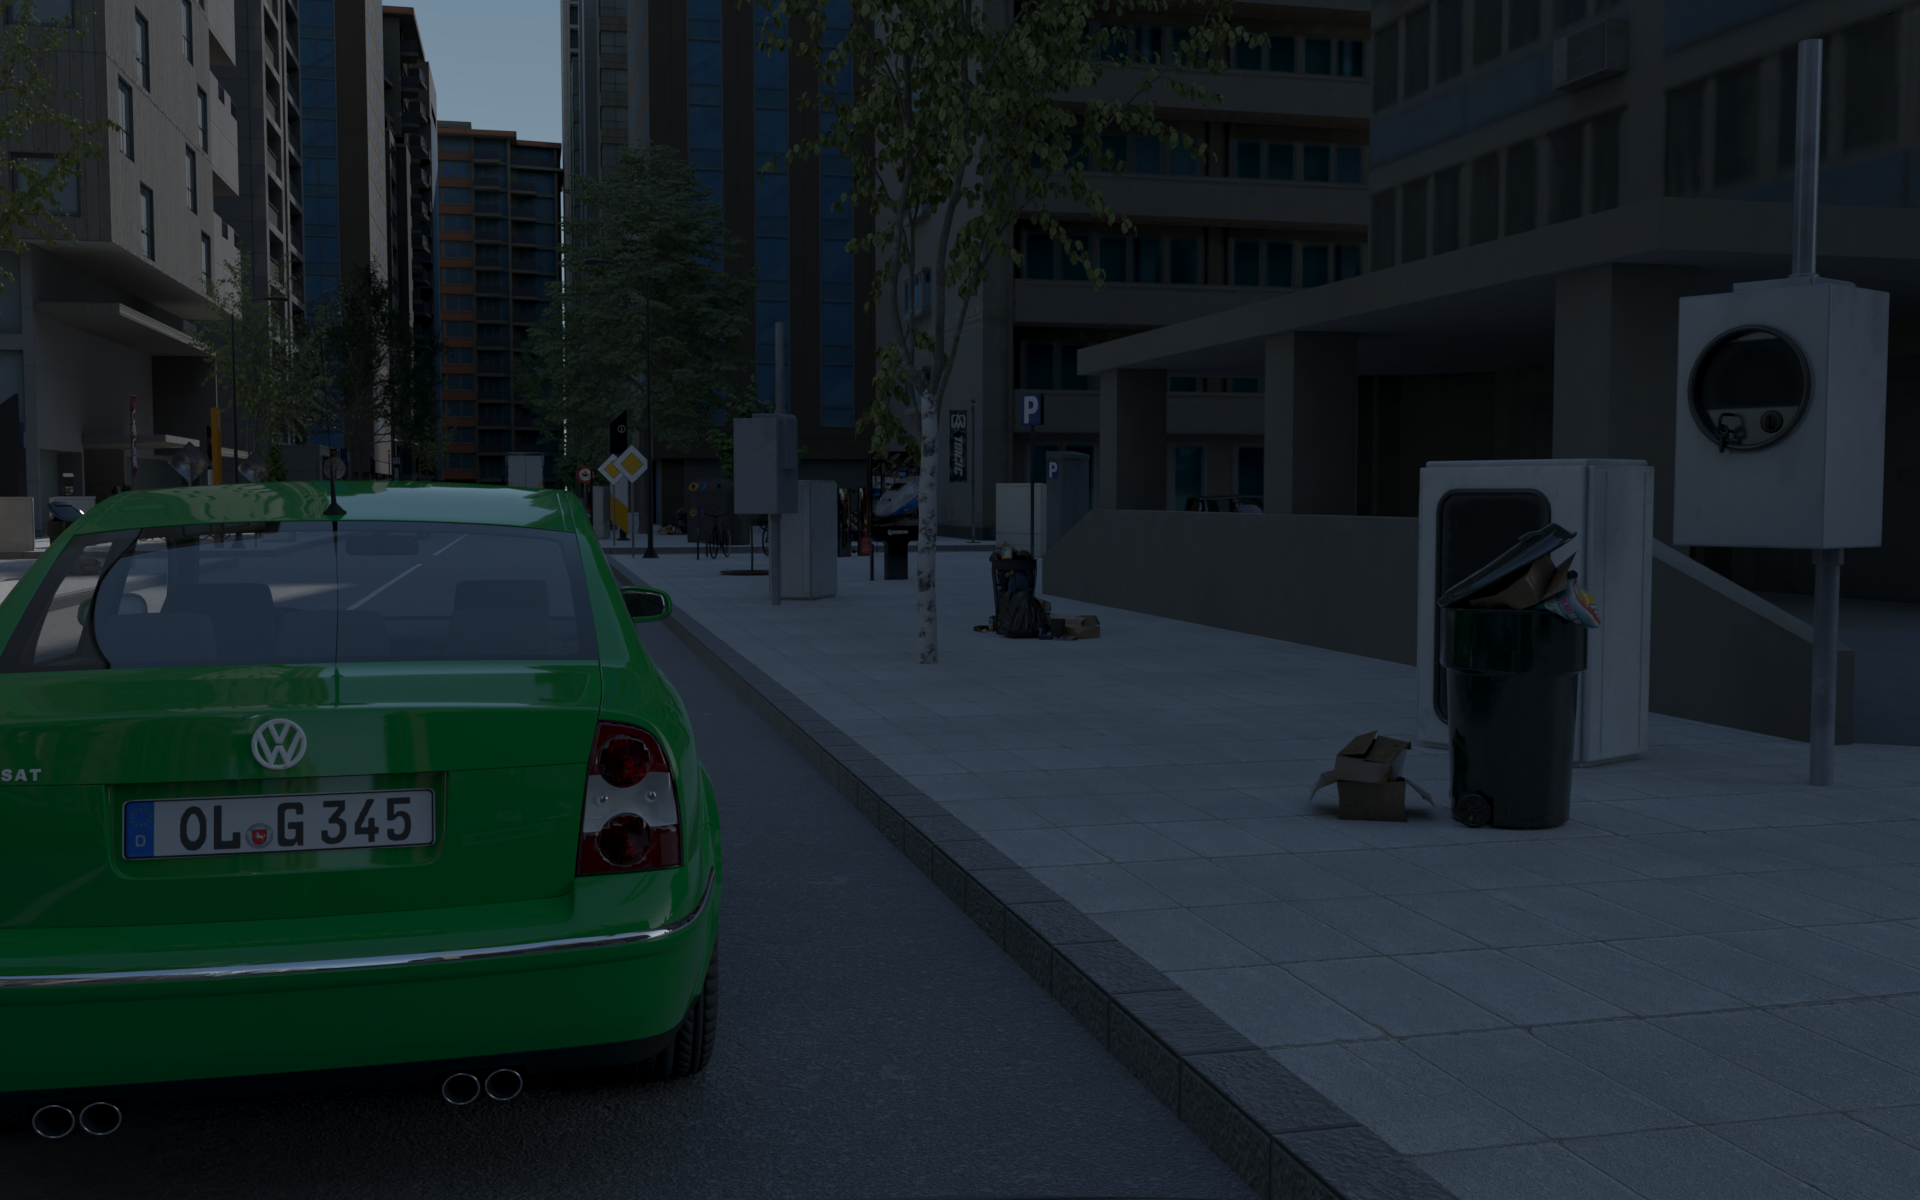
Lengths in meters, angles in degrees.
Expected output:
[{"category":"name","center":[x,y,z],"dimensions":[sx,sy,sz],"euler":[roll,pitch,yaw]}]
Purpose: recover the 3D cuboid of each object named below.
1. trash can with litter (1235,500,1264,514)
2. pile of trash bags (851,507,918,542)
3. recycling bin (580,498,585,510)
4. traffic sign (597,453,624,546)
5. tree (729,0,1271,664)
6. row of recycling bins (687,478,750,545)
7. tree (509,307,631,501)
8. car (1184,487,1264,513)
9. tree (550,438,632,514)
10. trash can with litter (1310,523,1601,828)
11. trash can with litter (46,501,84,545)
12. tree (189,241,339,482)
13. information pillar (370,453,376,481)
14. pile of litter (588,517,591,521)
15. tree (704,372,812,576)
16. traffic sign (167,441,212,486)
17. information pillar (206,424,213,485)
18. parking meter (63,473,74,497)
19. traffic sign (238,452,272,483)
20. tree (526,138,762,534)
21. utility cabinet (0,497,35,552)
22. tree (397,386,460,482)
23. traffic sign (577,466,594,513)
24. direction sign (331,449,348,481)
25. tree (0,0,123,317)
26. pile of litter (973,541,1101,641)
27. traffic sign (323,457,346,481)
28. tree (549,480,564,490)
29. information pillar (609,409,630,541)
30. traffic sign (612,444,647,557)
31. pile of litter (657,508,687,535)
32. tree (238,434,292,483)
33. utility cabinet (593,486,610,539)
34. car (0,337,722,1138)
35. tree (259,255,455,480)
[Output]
[{"category":"trash can with litter","center":[5.579,-1.298,32.615],"dimensions":[0.624,1.170,1.055],"euler":[-1,4,-13]},{"category":"pile of trash bags","center":[-2.785,-2.253,46.583],"dimensions":[3.447,1.369,1.912],"euler":[-3,5,-44]},{"category":"recycling bin","center":[-22.911,-5.581,103.804],"dimensions":[0.722,1.027,0.722],"euler":[0,4,6]},{"category":"traffic sign","center":[-8.552,-2.394,42.779],"dimensions":[0.795,2.450,0.064],"euler":[-1,4,-14]},{"category":"tree","center":[-0.061,-3.834,13.048],"dimensions":[4.737,8.622,4.395],"euler":[0,3,0]},{"category":"row of recycling bins","center":[-6.237,-2.307,44.829],"dimensions":[1.069,1.692,3.534],"euler":[-2,4,-23]},{"category":"tree","center":[-20.549,-10.260,93.502],"dimensions":[9.928,11.665,9.643],"euler":[0,3,0]},{"category":"car","center":[7.379,-2.058,43.440],"dimensions":[4.222,1.686,2.009],"euler":[-1,4,-12]},{"category":"tree","center":[-17.085,-6.133,83.996],"dimensions":[4.285,4.588,4.351],"euler":[0,3,0]},{"category":"trash can with litter","center":[1.914,0.282,6.778],"dimensions":[1.055,1.170,0.624],"euler":[1,4,12]},{"category":"trash can with litter","center":[-14.070,-0.994,27.637],"dimensions":[1.055,1.170,0.624],"euler":[2,4,31]},{"category":"tree","center":[-20.773,-6.189,51.547],"dimensions":[4.737,8.622,4.395],"euler":[0,3,0]},{"category":"information pillar","center":[-33.666,-6.606,99.364],"dimensions":[0.183,3.616,0.504],"euler":[-3,5,-44]},{"category":"pile of litter","center":[-15.670,-3.712,74.653],"dimensions":[1.719,0.858,1.176],"euler":[0,4,7]},{"category":"tree","center":[-3.192,-2.020,27.634],"dimensions":[1.663,3.219,1.824],"euler":[0,3,0]},{"category":"traffic sign","center":[-14.680,-1.799,33.055],"dimensions":[0.795,2.450,0.064],"euler":[-1,4,-14]},{"category":"information pillar","center":[-25.276,-4.110,58.555],"dimensions":[0.183,3.616,0.504],"euler":[0,4,5]},{"category":"parking meter","center":[-25.067,-2.631,48.733],"dimensions":[0.255,1.863,0.399],"euler":[-2,4,-31]},{"category":"traffic sign","center":[-16.607,-2.273,40.805],"dimensions":[0.795,2.450,0.064],"euler":[-1,4,-14]},{"category":"tree","center":[-9.842,-8.420,55.788],"dimensions":[7.486,12.596,7.792],"euler":[0,3,0]},{"category":"utility cabinet","center":[-21.331,-1.691,38.813],"dimensions":[1.020,1.237,0.306],"euler":[-2,4,-24]},{"category":"tree","center":[-35.871,-10.132,116.028],"dimensions":[4.737,8.622,4.395],"euler":[0,3,0]},{"category":"traffic sign","center":[-17.202,-4.860,79.562],"dimensions":[0.768,2.556,0.104],"euler":[0,4,-8]},{"category":"direction sign","center":[-30.891,-5.761,86.191],"dimensions":[0.876,3.537,0.379],"euler":[0,4,5]},{"category":"tree","center":[-12.844,-4.358,21.619],"dimensions":[4.737,8.622,4.395],"euler":[0,3,0]},{"category":"pile of litter","center":[0.719,-0.123,15.968],"dimensions":[1.176,0.858,1.719],"euler":[0,4,-2]},{"category":"traffic sign","center":[-21.613,-3.656,59.876],"dimensions":[0.768,2.556,0.104],"euler":[0,4,-6]},{"category":"tree","center":[-42.759,-11.644,184.985],"dimensions":[1.663,3.219,1.824],"euler":[0,3,0]},{"category":"information pillar","center":[-9.355,-3.438,47.568],"dimensions":[0.504,3.616,0.183],"euler":[-1,4,-15]},{"category":"traffic sign","center":[-6.625,-1.920,35.029],"dimensions":[0.795,2.450,0.064],"euler":[-1,4,-14]},{"category":"pile of litter","center":[-9.060,-2.485,54.601],"dimensions":[1.176,0.858,1.719],"euler":[2,4,25]},{"category":"tree","center":[-21.870,-3.709,55.241],"dimensions":[1.663,3.219,1.824],"euler":[0,3,0]},{"category":"utility cabinet","center":[-10.233,-2.496,49.494],"dimensions":[0.318,1.500,1.173],"euler":[0,4,-3]},{"category":"car","center":[-1.824,0.209,5.386],"dimensions":[1.959,1.807,4.718],"euler":[-1,4,-14]},{"category":"tree","center":[-23.544,-8.122,67.201],"dimensions":[7.601,10.594,8.767],"euler":[0,4,2]}]
